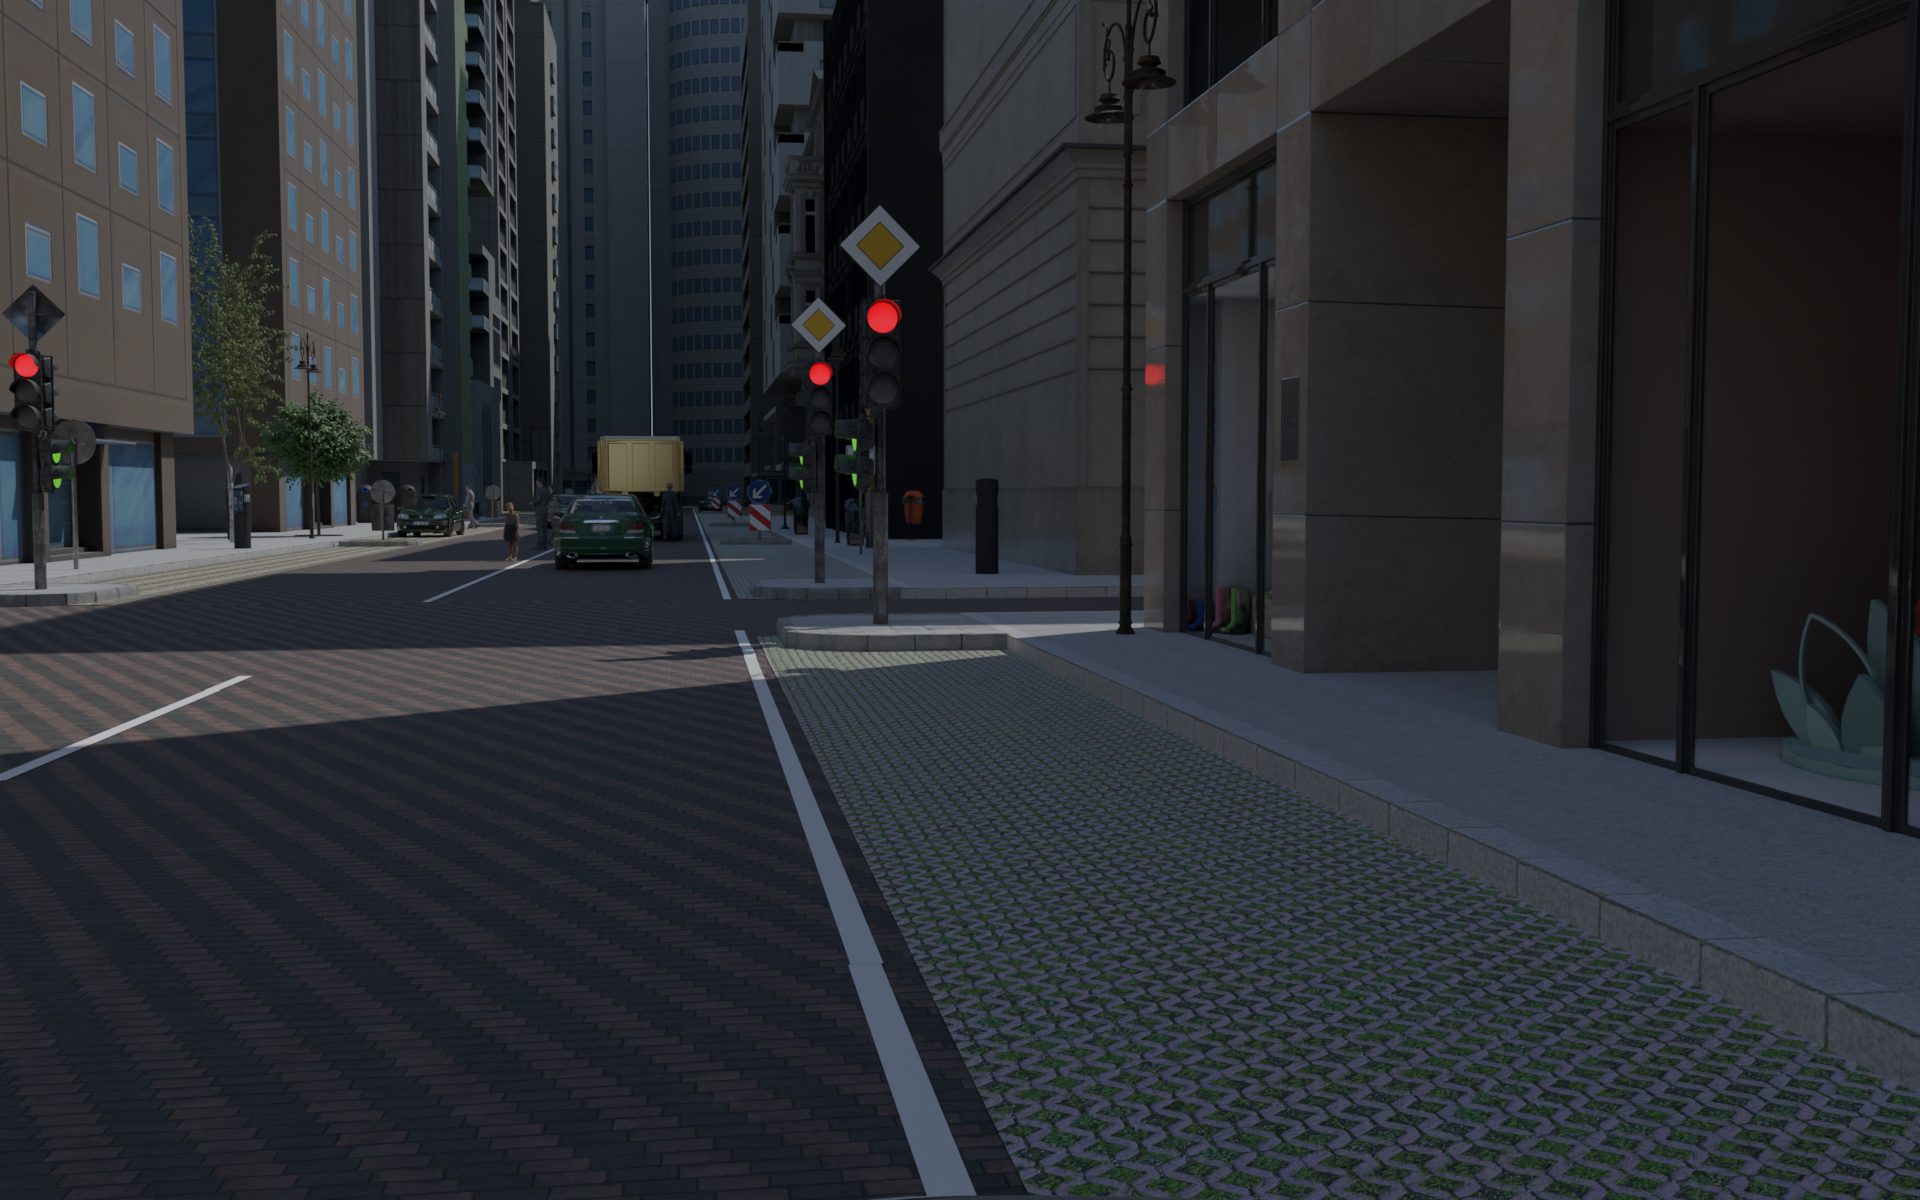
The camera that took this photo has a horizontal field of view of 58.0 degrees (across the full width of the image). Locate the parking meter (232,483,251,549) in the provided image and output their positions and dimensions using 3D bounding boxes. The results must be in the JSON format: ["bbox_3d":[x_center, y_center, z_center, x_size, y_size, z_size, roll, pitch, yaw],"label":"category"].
[{"bbox_3d":[-16.888,-1.977,40.737,0.372,1.533,0.369,0,3,0],"label":"parking meter"}]

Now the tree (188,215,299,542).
[{"bbox_3d":[-19.315,-5.815,45.440,4.737,8.622,4.395,0,3,0],"label":"tree"}]

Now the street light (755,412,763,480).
[{"bbox_3d":[-11.362,-7.655,97.940,0.468,5.910,1.993,-1,4,-9],"label":"street light"}]

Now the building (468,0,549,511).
[{"bbox_3d":[-43.737,-42.706,136.487,20.563,71.187,20.611,-1,4,-9],"label":"building"}]

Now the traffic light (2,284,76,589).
[{"bbox_3d":[-12.375,-2.099,23.235,0.839,4.253,0.868,-1,4,-9],"label":"traffic light"}]

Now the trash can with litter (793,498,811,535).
[{"bbox_3d":[-4.998,-2.677,55.164,0.624,1.170,1.055,-1,4,-11],"label":"trash can with litter"}]

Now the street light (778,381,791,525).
[{"bbox_3d":[-7.176,-5.998,70.848,0.468,5.910,1.993,-1,4,-9],"label":"street light"}]

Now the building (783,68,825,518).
[{"bbox_3d":[-1.073,-16.116,82.579,14.460,24.649,34.723,-1,4,-9],"label":"building"}]

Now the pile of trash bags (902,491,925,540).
[{"bbox_3d":[0.022,-2.316,47.623,3.447,1.369,1.912,1,4,20],"label":"pile of trash bags"}]

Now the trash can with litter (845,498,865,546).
[{"bbox_3d":[-2.539,-1.942,43.144,0.624,1.170,1.055,-1,4,-9],"label":"trash can with litter"}]

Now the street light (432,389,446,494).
[{"bbox_3d":[-22.786,-6.309,75.946,0.468,5.910,1.993,-1,4,-9],"label":"street light"}]

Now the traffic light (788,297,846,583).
[{"bbox_3d":[-2.043,-2.199,24.870,0.839,4.253,0.868,-1,4,-9],"label":"traffic light"}]

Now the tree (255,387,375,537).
[{"bbox_3d":[-19.705,-4.236,52.968,4.285,4.588,4.351,0,3,0],"label":"tree"}]

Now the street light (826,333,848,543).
[{"bbox_3d":[-3.207,-4.430,45.216,0.468,5.910,1.993,-1,4,-9],"label":"street light"}]

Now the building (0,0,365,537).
[{"bbox_3d":[-30.246,-25.201,62.151,14.600,45.320,14.200,-1,4,-9],"label":"building"}]

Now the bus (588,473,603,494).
[{"bbox_3d":[-26.266,-8.541,131.195,2.896,3.916,12.252,0,4,-8],"label":"bus"}]

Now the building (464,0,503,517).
[{"bbox_3d":[-40.531,-48.712,109.108,22.319,86.520,31.000,-1,4,-9],"label":"building"}]

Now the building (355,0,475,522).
[{"bbox_3d":[-32.020,-24.512,84.370,14.154,41.232,14.086,-1,4,-9],"label":"building"}]

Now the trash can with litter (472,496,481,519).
[{"bbox_3d":[-24.523,-4.673,87.797,0.624,1.170,1.055,-1,4,-23],"label":"trash can with litter"}]

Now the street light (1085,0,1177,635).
[{"bbox_3d":[1.516,-2.625,15.703,0.468,5.910,1.993,-1,4,-9],"label":"street light"}]

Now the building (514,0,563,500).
[{"bbox_3d":[-48.095,-32.684,158.086,21.600,48.544,21.300,-1,4,-9],"label":"building"}]

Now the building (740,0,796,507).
[{"bbox_3d":[-9.605,-33.050,164.062,21.300,48.544,21.600,-1,4,-9],"label":"building"}]

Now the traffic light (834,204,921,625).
[{"bbox_3d":[-0.802,-1.716,16.981,0.839,4.253,0.868,-1,4,-9],"label":"traffic light"}]

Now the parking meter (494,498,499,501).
[{"bbox_3d":[-25.027,-5.189,93.247,0.372,1.533,0.369,0,3,0],"label":"parking meter"}]

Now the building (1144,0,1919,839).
[{"bbox_3d":[13.892,-11.995,0.628,19.350,26.468,34.151,-1,4,-9],"label":"building"}]

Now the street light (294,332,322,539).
[{"bbox_3d":[-18.622,-4.697,49.591,0.468,5.910,1.993,-1,4,-9],"label":"street light"}]

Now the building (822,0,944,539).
[{"bbox_3d":[2.283,-13.902,56.968,12.332,23.373,15.834,-1,4,-9],"label":"building"}]

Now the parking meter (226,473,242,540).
[{"bbox_3d":[-20.389,-2.626,48.649,0.255,1.863,0.399,1,4,19],"label":"parking meter"}]

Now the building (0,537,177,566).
[{"bbox_3d":[-24.011,-23.362,32.073,14.600,45.320,14.200,-1,4,-9],"label":"building"}]

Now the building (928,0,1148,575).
[{"bbox_3d":[14.767,-12.398,35.984,30.059,22.955,16.112,-1,4,-9],"label":"building"}]

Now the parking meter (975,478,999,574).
[{"bbox_3d":[0.434,-1.188,27.835,0.372,1.533,0.369,0,3,0],"label":"parking meter"}]

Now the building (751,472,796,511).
[{"bbox_3d":[-0.859,-27.570,142.654,32.217,40.220,23.993,-1,4,-9],"label":"building"}]
